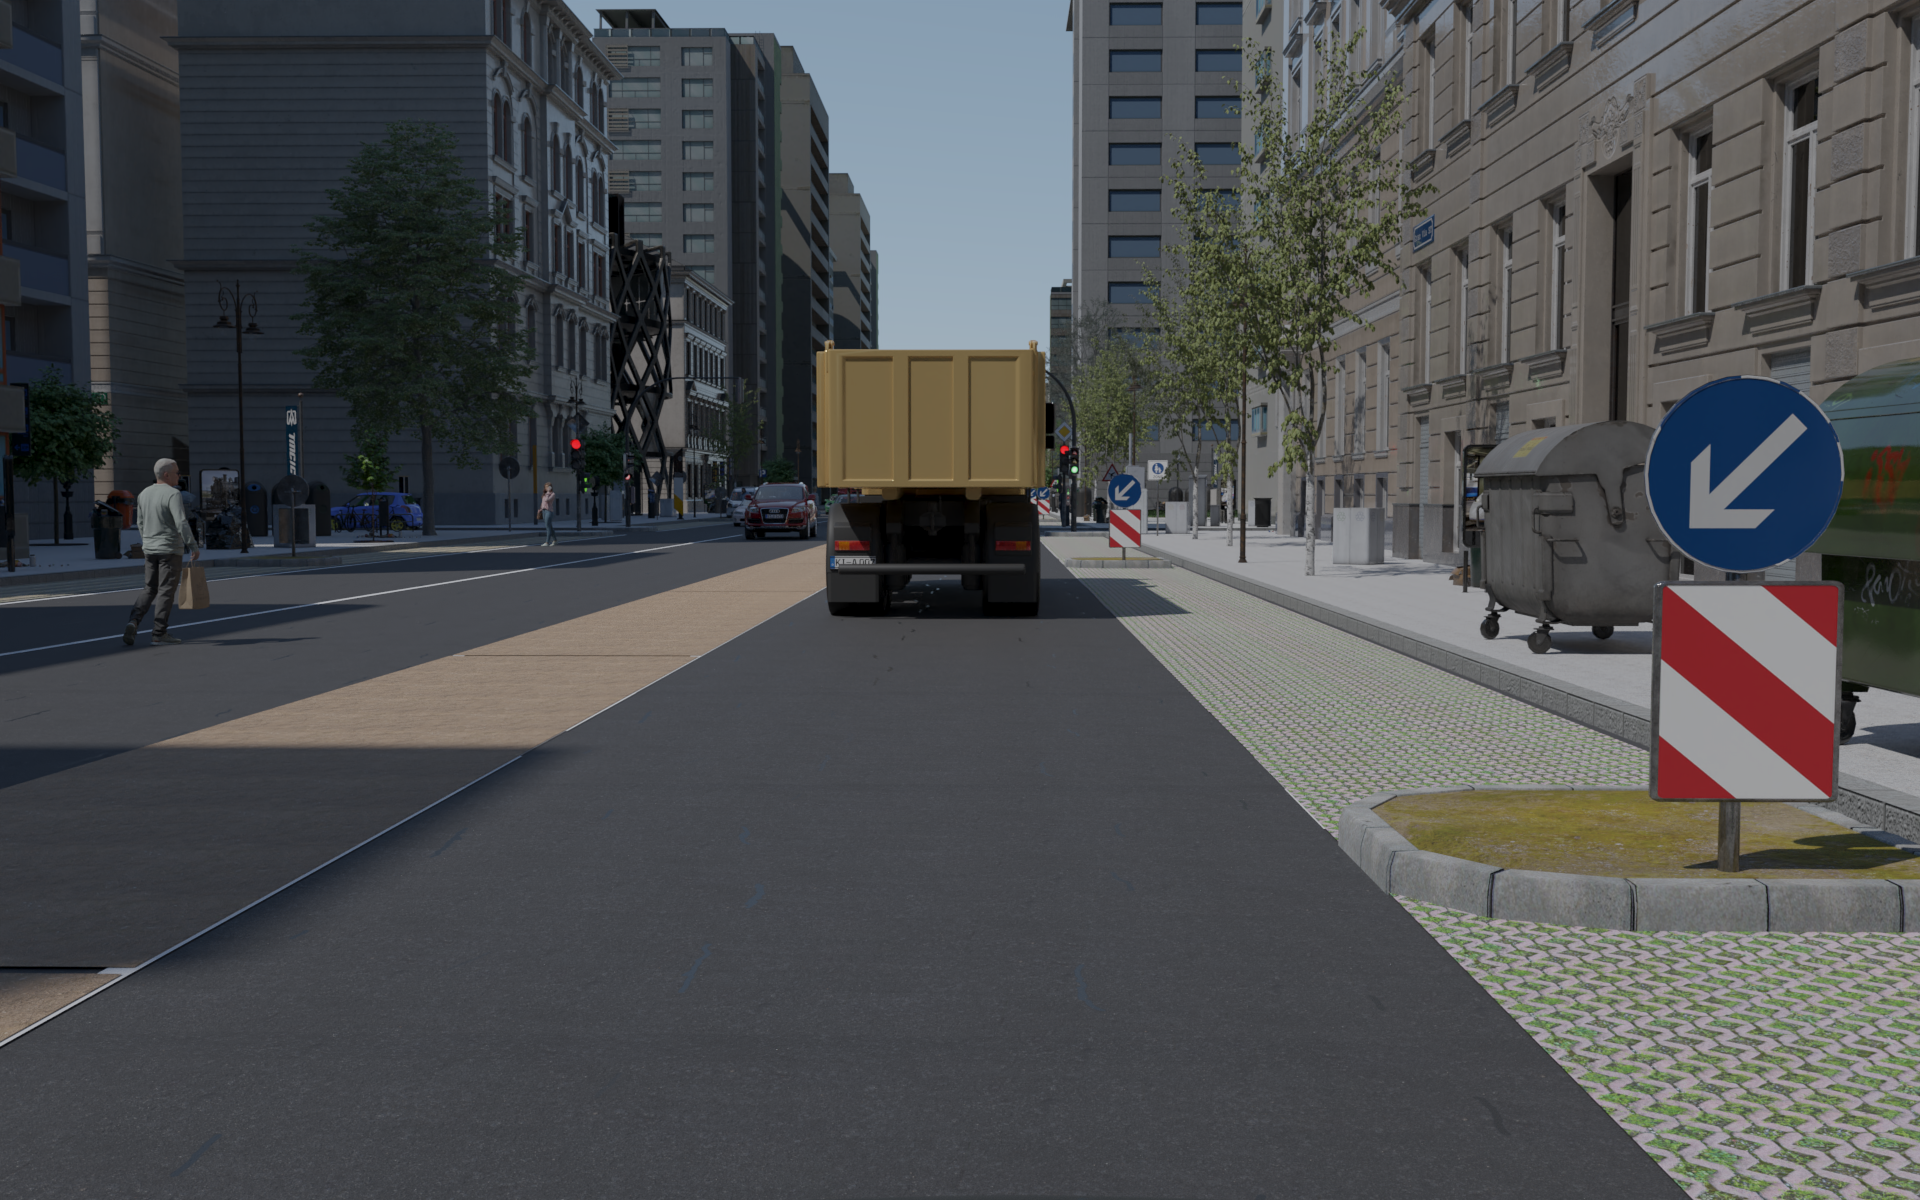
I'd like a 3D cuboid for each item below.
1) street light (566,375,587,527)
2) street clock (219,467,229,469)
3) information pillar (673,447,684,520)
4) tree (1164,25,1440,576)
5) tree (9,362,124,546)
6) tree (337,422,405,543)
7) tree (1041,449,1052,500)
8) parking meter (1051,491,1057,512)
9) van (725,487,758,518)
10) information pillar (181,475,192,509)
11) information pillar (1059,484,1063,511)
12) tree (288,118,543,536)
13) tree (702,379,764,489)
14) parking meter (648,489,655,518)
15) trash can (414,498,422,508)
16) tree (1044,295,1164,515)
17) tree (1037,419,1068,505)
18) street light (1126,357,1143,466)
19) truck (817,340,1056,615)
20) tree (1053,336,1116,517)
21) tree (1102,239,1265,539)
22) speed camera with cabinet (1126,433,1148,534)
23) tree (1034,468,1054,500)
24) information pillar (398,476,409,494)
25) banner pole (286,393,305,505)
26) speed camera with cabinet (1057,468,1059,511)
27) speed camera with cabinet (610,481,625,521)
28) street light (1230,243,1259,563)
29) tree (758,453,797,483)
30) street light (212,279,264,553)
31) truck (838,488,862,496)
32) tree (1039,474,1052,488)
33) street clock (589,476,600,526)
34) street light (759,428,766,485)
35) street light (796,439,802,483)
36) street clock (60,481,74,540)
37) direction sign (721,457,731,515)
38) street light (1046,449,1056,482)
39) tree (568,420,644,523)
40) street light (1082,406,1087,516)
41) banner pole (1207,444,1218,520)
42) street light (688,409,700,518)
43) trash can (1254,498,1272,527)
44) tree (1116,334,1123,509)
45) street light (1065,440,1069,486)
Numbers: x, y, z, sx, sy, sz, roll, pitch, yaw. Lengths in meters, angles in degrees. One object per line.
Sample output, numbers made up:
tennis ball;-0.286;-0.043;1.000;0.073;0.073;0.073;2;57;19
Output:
street light;-14.937;-5.798;67.585;0.468;5.910;1.993;0;4;1
street clock;-19.749;-2.568;46.549;0.471;2.002;0.358;-1;4;-22
information pillar;-14.136;-5.851;87.016;0.504;3.616;0.183;-2;4;-27
tree;5.257;-4.686;26.977;4.737;8.622;4.395;0;3;0
tree;-22.693;-3.638;43.193;4.285;4.588;4.351;0;3;0
tree;-15.466;-3.139;45.923;1.663;3.219;1.824;0;3;0
tree;7.560;-8.773;93.794;4.737;8.622;4.395;0;3;0
parking meter;6.687;-7.020;123.194;0.372;1.533;0.369;0;3;0
van;-12.136;-5.548;97.713;2.013;2.044;4.112;0;4;1
information pillar;-30.344;-3.883;67.976;0.304;2.012;0.304;-1;4;-11
information pillar;7.575;-7.624;129.141;0.304;2.012;0.304;2;4;34
tree;-16.855;-8.258;53.154;7.486;12.596;7.792;0;3;0
tree;-14.479;-9.816;110.848;4.737;8.622;4.395;0;3;0
parking meter;-16.268;-5.069;91.288;0.372;1.533;0.369;0;3;0
trash can;-21.594;-3.467;68.334;0.748;1.137;0.748;0;3;0
tree;8.010;-11.985;106.323;12.009;13.543;11.850;0;3;0
tree;9.316;-17.187;206.761;9.928;11.665;9.643;0;3;0
street light;5.894;-5.248;58.598;0.468;5.910;1.993;0;4;1
truck;-0.257;-1.722;24.078;3.469;3.379;9.791;0;4;1
tree;6.666;-7.810;78.053;4.737;8.622;4.395;0;3;0
tree;6.456;-6.033;49.004;4.360;8.622;3.978;0;3;0
speed camera with cabinet;5.723;-3.765;55.899;0.660;3.252;2.038;0;4;3
tree;8.260;-11.956;179.195;4.285;4.588;4.351;0;3;0
information pillar;-22.447;-4.001;69.913;0.304;2.012;0.304;1;4;21
banner pole;-16.502;-3.246;43.090;0.863;3.779;0.401;2;4;34
speed camera with cabinet;7.319;-8.549;134.110;0.660;3.252;2.038;0;4;-7
speed camera with cabinet;-16.269;-5.392;82.497;0.660;3.252;2.038;0;4;-4
street light;5.278;-3.632;32.166;0.468;5.910;1.993;0;4;1
tree;-14.639;-9.523;139.412;4.285;4.588;4.351;0;3;0
street light;-15.538;-3.954;37.432;0.468;5.910;1.993;0;4;1
truck;-4.978;-6.305;91.993;2.839;4.237;11.283;0;3;0
tree;8.365;-10.575;167.502;1.663;3.219;1.824;0;3;0
street clock;-14.696;-3.982;69.669;0.358;2.002;0.471;-3;5;-45
street light;-13.848;-9.065;120.993;0.468;5.910;1.993;0;4;1
street light;-13.436;-10.480;144.127;0.468;5.910;1.993;0;4;1
street clock;-25.094;-2.699;48.697;0.471;2.002;0.358;3;4;38
direction sign;-14.075;-6.939;105.448;0.379;3.537;0.876;0;4;4
street light;7.543;-10.314;141.423;0.468;5.910;1.993;0;4;1
tree;-15.732;-5.694;76.815;4.285;4.588;4.351;0;3;0
street light;6.428;-7.081;88.556;0.468;5.910;1.993;0;4;1
banner pole;12.654;-5.889;86.297;0.401;3.779;0.863;-1;4;-18
street light;-14.510;-7.448;94.562;0.468;5.910;1.993;0;4;1
trash can;11.653;-3.365;66.669;0.748;1.137;0.748;0;3;0
tree;6.396;-5.625;42.326;4.737;8.622;4.395;0;3;0
street light;6.972;-8.697;114.990;0.468;5.910;1.993;0;4;1
